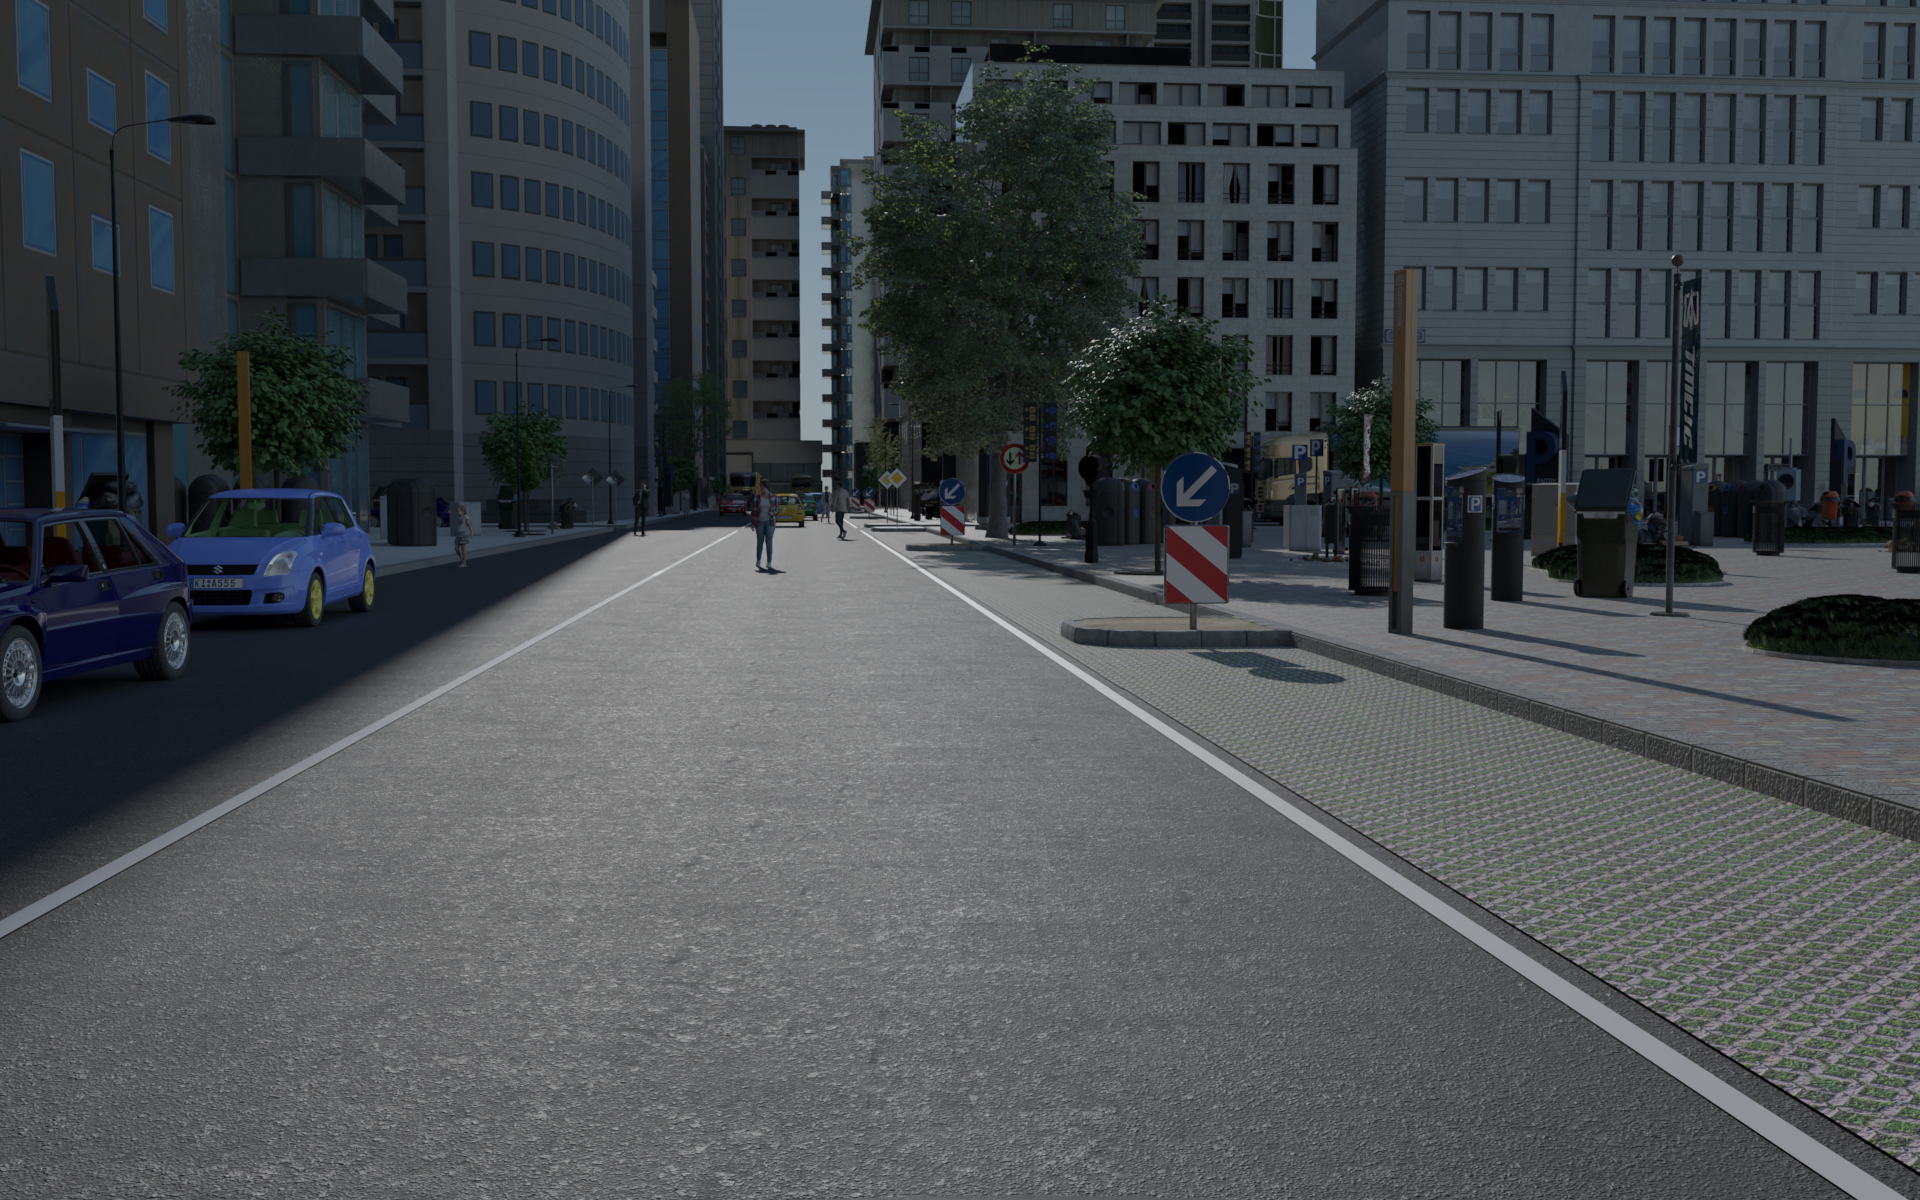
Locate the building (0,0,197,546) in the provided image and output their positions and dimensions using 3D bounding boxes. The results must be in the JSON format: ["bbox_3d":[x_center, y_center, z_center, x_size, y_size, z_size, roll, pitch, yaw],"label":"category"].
[{"bbox_3d":[-21.717,-23.006,26.267,14.600,45.320,14.200,0,4,-5],"label":"building"}]

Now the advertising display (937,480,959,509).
[{"bbox_3d":[-0.486,-4.366,76.597,0.974,1.923,0.123,2,4,35],"label":"advertising display"}]

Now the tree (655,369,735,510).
[{"bbox_3d":[-22.273,-13.327,143.651,9.928,11.665,9.643,0,3,0],"label":"tree"}]

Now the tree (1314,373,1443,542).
[{"bbox_3d":[11.372,-3.878,47.117,4.285,4.588,4.351,0,3,0],"label":"tree"}]

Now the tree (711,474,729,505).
[{"bbox_3d":[-23.576,-10.716,169.806,1.663,3.219,1.824,0,3,0],"label":"tree"}]

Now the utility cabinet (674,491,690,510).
[{"bbox_3d":[-21.493,-7.655,133.832,1.173,1.500,0.318,-2,4,-29],"label":"utility cabinet"}]

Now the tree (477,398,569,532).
[{"bbox_3d":[-14.888,-4.623,59.306,4.285,4.588,4.351,0,3,0],"label":"tree"}]

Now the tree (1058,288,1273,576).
[{"bbox_3d":[3.272,-2.695,27.777,4.285,4.588,4.351,0,3,0],"label":"tree"}]

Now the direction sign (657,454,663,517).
[{"bbox_3d":[-16.981,-6.481,97.965,0.379,3.537,0.876,0,4,-1],"label":"direction sign"}]

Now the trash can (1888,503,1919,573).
[{"bbox_3d":[15.513,-1.011,28.186,0.748,1.137,0.748,0,3,0],"label":"trash can"}]

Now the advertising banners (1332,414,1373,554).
[{"bbox_3d":[8.513,-2.521,37.412,0.090,3.025,2.074,2,4,35],"label":"advertising banners"}]

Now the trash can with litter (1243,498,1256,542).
[{"bbox_3d":[7.511,-2.111,45.907,0.624,1.170,1.055,1,4,15],"label":"trash can with litter"}]

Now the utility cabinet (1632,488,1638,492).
[{"bbox_3d":[24.869,-3.459,65.230,1.173,1.500,0.318,3,5,44],"label":"utility cabinet"}]

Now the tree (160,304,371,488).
[{"bbox_3d":[-11.976,-2.834,30.058,4.285,4.588,4.351,0,3,0],"label":"tree"}]

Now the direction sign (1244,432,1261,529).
[{"bbox_3d":[10.623,-4.344,63.021,0.876,3.537,0.379,-3,5,-40],"label":"direction sign"}]

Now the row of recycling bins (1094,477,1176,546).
[{"bbox_3d":[4.413,-2.272,44.263,1.069,1.692,3.534,2,4,35],"label":"row of recycling bins"}]

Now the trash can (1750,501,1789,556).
[{"bbox_3d":[16.876,-1.498,36.138,0.748,1.137,0.748,0,3,0],"label":"trash can"}]

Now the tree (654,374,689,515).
[{"bbox_3d":[-18.760,-9.567,106.777,4.360,8.622,3.978,0,3,0],"label":"tree"}]

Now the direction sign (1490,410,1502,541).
[{"bbox_3d":[14.618,-3.368,47.057,0.379,3.537,0.876,1,4,11],"label":"direction sign"}]

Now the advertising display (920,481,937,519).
[{"bbox_3d":[-1.594,-5.082,88.308,0.974,1.923,0.123,-1,4,-11],"label":"advertising display"}]

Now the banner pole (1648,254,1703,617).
[{"bbox_3d":[7.486,-1.709,17.955,0.401,3.779,0.863,0,4,1],"label":"banner pole"}]

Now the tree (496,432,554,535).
[{"bbox_3d":[-13.624,-3.634,54.017,1.663,3.219,1.824,0,3,0],"label":"tree"}]

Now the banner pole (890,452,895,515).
[{"bbox_3d":[-4.041,-6.946,103.580,0.401,3.779,0.863,1,4,15],"label":"banner pole"}]

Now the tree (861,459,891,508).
[{"bbox_3d":[-7.859,-10.966,163.002,4.285,4.588,4.351,0,3,0],"label":"tree"}]

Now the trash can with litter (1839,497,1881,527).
[{"bbox_3d":[29.575,-2.796,57.098,1.055,1.170,0.624,0,4,-5],"label":"trash can with litter"}]

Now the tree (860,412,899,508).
[{"bbox_3d":[-7.130,-12.551,155.579,4.360,8.622,3.978,0,3,0],"label":"tree"}]

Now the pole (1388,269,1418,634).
[{"bbox_3d":[4.061,-1.347,15.872,0.158,3.312,0.155,0,3,0],"label":"pole"}]

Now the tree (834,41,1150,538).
[{"bbox_3d":[1.094,-8.807,50.654,9.857,13.997,8.962,0,3,0],"label":"tree"}]

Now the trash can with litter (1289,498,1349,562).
[{"bbox_3d":[7.153,-1.370,33.451,1.678,1.210,2.233,0,4,-6],"label":"trash can with litter"}]

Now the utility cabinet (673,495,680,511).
[{"bbox_3d":[-19.549,-6.520,117.767,1.020,1.237,0.306,-3,5,-44],"label":"utility cabinet"}]

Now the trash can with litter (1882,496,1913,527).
[{"bbox_3d":[35.432,-3.317,65.283,2.233,1.210,1.678,-2,4,-25],"label":"trash can with litter"}]

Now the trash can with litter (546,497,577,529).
[{"bbox_3d":[-14.598,-3.183,63.434,1.055,1.170,0.624,-3,4,-36],"label":"trash can with litter"}]

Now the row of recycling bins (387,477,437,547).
[{"bbox_3d":[-13.916,-2.241,43.750,1.069,1.692,3.534,-2,4,-24],"label":"row of recycling bins"}]

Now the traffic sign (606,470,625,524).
[{"bbox_3d":[-14.573,-4.262,73.319,0.795,2.450,0.064,0,4,-5],"label":"traffic sign"}]

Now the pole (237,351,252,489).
[{"bbox_3d":[-10.263,-1.898,24.884,0.158,3.312,0.155,0,3,0],"label":"pole"}]

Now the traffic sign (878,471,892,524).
[{"bbox_3d":[-3.122,-4.323,74.319,0.795,2.450,0.064,0,4,-5],"label":"traffic sign"}]

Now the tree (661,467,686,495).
[{"bbox_3d":[-20.038,-7.746,121.252,1.663,3.219,1.824,0,3,0],"label":"tree"}]

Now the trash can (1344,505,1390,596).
[{"bbox_3d":[5.250,-0.633,22.003,0.748,1.137,0.748,0,3,0],"label":"trash can"}]

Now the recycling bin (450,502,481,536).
[{"bbox_3d":[-15.244,-2.497,53.388,0.722,1.027,0.722,-3,5,-41],"label":"recycling bin"}]

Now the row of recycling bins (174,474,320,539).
[{"bbox_3d":[-15.104,-1.769,36.039,3.534,1.692,1.069,0,4,-5],"label":"row of recycling bins"}]

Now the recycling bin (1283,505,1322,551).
[{"bbox_3d":[7.753,-1.632,39.236,0.722,1.027,0.722,0,4,-1],"label":"recycling bin"}]

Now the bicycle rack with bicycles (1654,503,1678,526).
[{"bbox_3d":[27.967,-3.209,65.857,2.852,0.926,2.925,0,4,2],"label":"bicycle rack with bicycles"}]

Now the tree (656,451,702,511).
[{"bbox_3d":[-21.114,-8.955,130.122,4.285,4.588,4.351,0,3,0],"label":"tree"}]

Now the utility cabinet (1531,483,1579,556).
[{"bbox_3d":[11.949,-1.585,34.598,0.318,1.500,1.173,-2,4,-26],"label":"utility cabinet"}]

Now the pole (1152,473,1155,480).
[{"bbox_3d":[8.522,-5.027,76.028,0.158,3.312,0.155,0,3,0],"label":"pole"}]

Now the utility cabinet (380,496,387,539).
[{"bbox_3d":[-15.962,-2.333,49.299,1.020,1.237,0.306,-1,4,-13],"label":"utility cabinet"}]

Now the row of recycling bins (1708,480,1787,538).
[{"bbox_3d":[23.133,-2.690,51.100,1.069,1.692,3.534,0,4,-8],"label":"row of recycling bins"}]

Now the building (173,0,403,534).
[{"bbox_3d":[-32.553,-26.243,48.679,30.456,49.044,23.786,0,4,-5],"label":"building"}]

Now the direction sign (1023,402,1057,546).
[{"bbox_3d":[1.972,-3.102,42.719,0.876,3.537,0.379,-1,4,-20],"label":"direction sign"}]
